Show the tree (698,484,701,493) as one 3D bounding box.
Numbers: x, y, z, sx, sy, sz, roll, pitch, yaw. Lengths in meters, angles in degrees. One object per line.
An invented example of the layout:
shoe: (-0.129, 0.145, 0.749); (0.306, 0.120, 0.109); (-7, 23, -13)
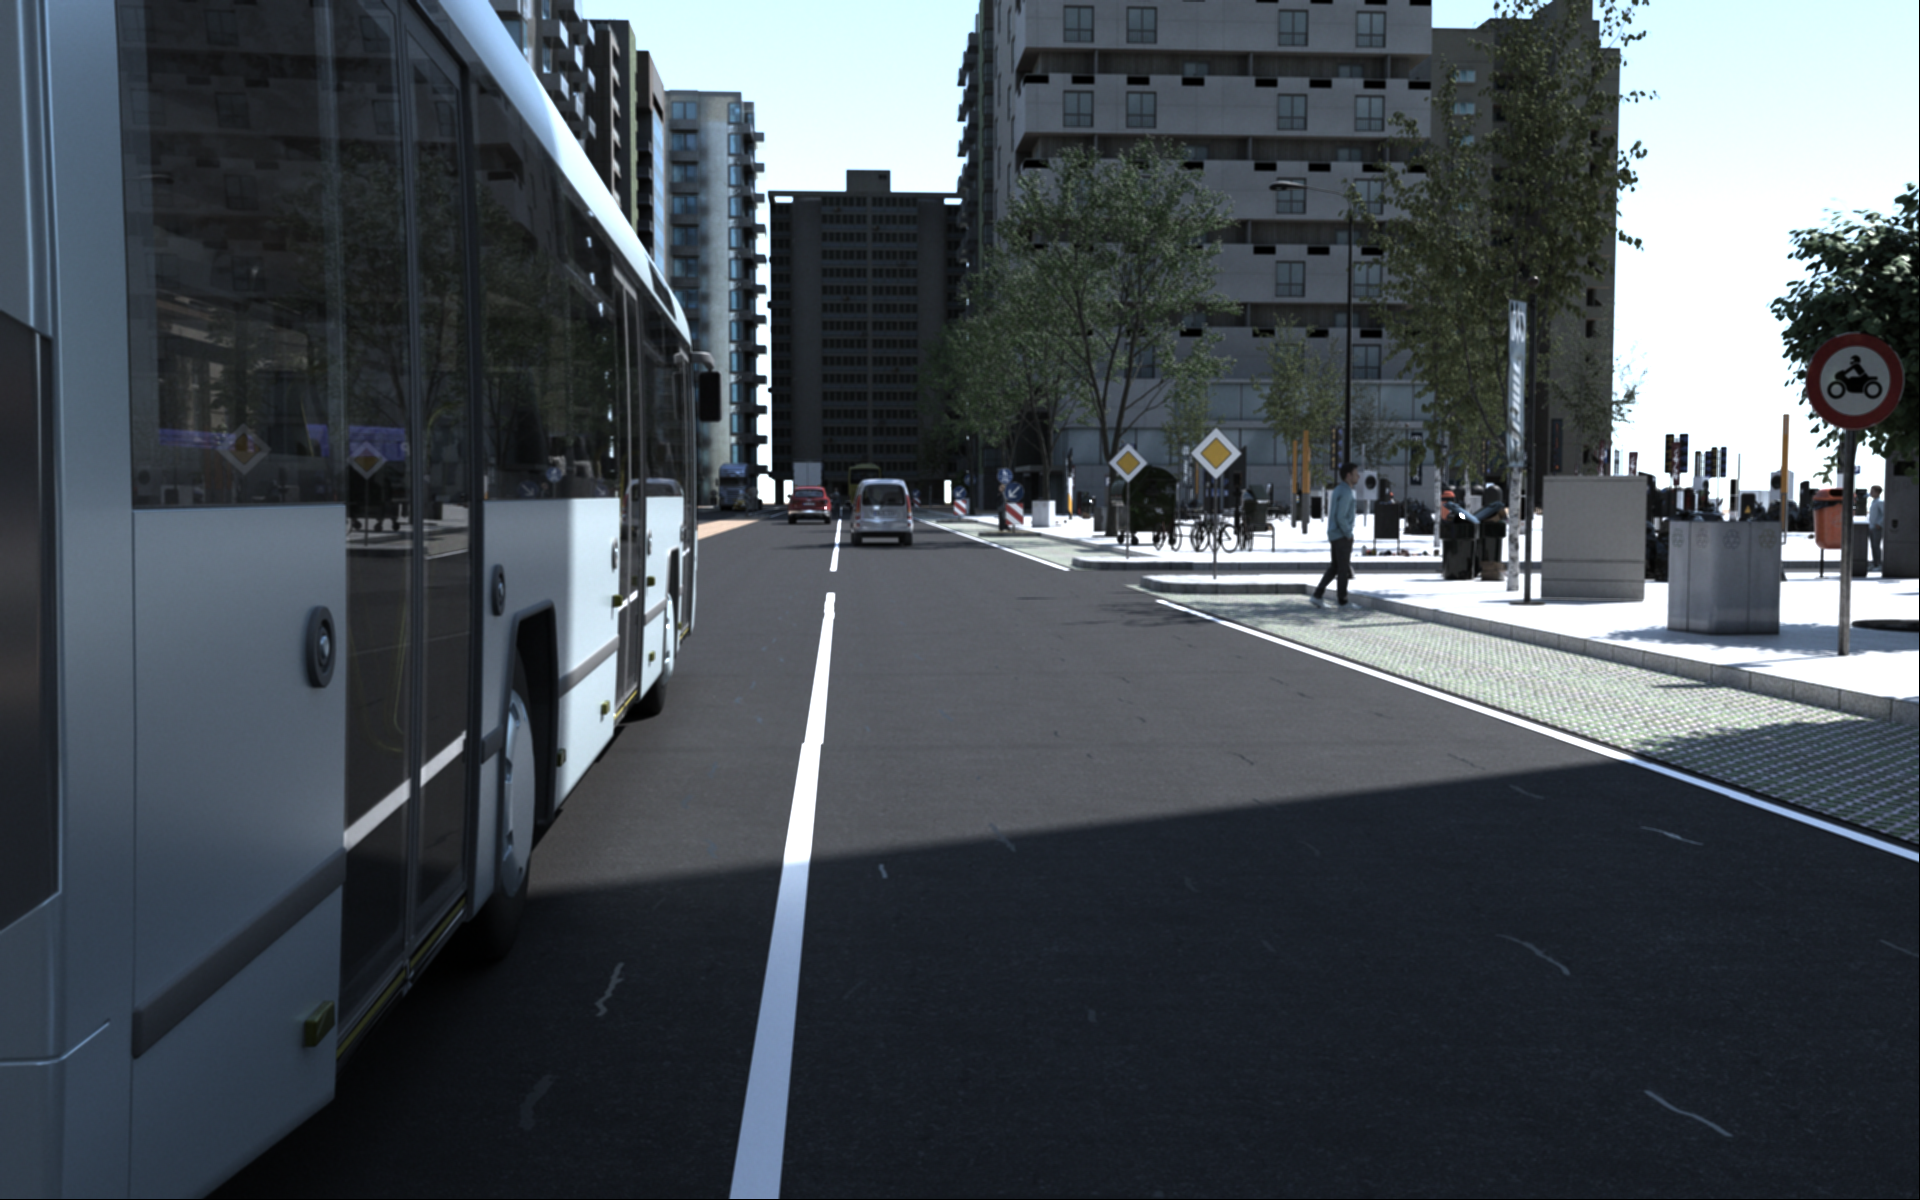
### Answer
tree: (-27.776, -11.408, 181.120); (1.663, 3.219, 1.824); (0, 3, 0)

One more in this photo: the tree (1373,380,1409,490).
tree: (25.599, -9.639, 107.957); (4.360, 8.622, 3.978); (0, 3, 0)

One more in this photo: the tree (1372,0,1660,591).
tree: (7.290, -4.437, 22.901); (4.737, 8.622, 4.395); (0, 3, 0)

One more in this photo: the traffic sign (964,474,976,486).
traffic sign: (0.636, -6.614, 108.247); (0.768, 2.556, 0.104); (0, 4, 4)

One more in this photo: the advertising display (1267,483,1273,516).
advertising display: (18.293, -5.934, 102.242); (0.123, 1.923, 0.974); (0, 4, -4)

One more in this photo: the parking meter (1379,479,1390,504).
parking meter: (16.236, -3.701, 66.215); (0.399, 1.863, 0.255); (-3, 5, -41)

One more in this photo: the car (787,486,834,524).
car: (-7.278, -4.613, 84.089); (2.281, 1.827, 5.304); (0, 4, -4)

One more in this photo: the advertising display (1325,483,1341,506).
advertising display: (22.352, -6.014, 103.549); (0.974, 1.923, 0.123); (1, 4, 18)

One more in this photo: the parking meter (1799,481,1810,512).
parking meter: (36.530, -4.235, 74.945); (0.255, 1.863, 0.399); (0, 4, -7)

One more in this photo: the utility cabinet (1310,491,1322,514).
utility cabinet: (22.055, -6.060, 107.752); (0.318, 1.500, 1.173); (-2, 4, -26)

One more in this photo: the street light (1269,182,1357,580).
street light: (5.294, -3.268, 25.965); (1.470, 5.913, 1.316); (0, 4, -4)

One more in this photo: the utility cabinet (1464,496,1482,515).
utility cabinet: (19.394, -3.326, 65.540); (0.306, 1.237, 1.020); (0, 4, -6)

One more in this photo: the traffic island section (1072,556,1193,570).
traffic island section: (3.303, -0.714, 33.961); (2.009, 0.180, 2.903); (0, 4, -4)

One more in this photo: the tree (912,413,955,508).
tree: (-2.609, -12.595, 156.282); (4.737, 8.622, 4.395); (0, 3, 0)

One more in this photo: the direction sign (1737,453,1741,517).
direction sign: (42.717, -6.301, 95.015); (0.379, 3.537, 0.876); (2, 4, 30)

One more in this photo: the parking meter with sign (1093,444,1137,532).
parking meter with sign: (5.300, -3.869, 59.511); (0.543, 3.016, 1.738); (3, 5, 45)

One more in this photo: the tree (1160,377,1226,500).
tree: (13.767, -9.350, 103.239); (4.737, 8.622, 4.395); (0, 3, 0)

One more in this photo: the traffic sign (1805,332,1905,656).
traffic sign: (7.029, -0.831, 13.701); (0.768, 2.556, 0.104); (0, 4, 2)

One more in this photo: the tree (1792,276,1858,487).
tree: (28.355, -6.387, 54.796); (4.737, 8.622, 4.395); (0, 3, 0)

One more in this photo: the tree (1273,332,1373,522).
tree: (16.176, -7.815, 78.143); (4.360, 8.622, 3.978); (0, 3, 0)

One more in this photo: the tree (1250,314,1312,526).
tree: (13.592, -7.324, 70.110); (4.737, 8.622, 4.395); (0, 3, 0)

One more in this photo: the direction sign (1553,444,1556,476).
direction sign: (27.185, -5.338, 79.266); (0.379, 3.537, 0.876); (1, 4, 13)

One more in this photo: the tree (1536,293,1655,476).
tree: (23.206, -6.943, 63.884); (4.360, 8.622, 3.978); (0, 3, 0)

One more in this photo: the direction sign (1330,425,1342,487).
direction sign: (12.383, -3.979, 57.060); (0.379, 3.537, 0.876); (2, 4, 35)

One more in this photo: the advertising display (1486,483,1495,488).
advertising display: (29.720, -5.631, 97.276); (0.974, 1.923, 0.123); (-3, 5, -44)

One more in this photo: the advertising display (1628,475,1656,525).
advertising display: (23.375, -3.320, 59.491); (0.974, 1.923, 0.123); (1, 4, 21)

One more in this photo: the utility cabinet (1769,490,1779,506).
utility cabinet: (48.801, -5.861, 104.502); (0.318, 1.500, 1.173); (-2, 4, -29)

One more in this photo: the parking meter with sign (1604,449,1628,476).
parking meter with sign: (25.908, -4.364, 67.605); (1.738, 3.016, 0.543); (-1, 4, -10)

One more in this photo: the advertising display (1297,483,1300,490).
advertising display: (18.904, -5.611, 96.957); (0.123, 1.923, 0.974); (1, 4, 16)

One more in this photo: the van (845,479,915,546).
van: (-2.254, -2.583, 49.245); (2.013, 2.044, 4.112); (0, 4, -5)

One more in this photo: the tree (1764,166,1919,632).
tree: (9.434, -2.007, 16.527); (4.285, 4.588, 4.351); (0, 3, 0)

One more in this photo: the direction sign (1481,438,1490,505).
direction sign: (21.268, -4.779, 70.132); (0.379, 3.537, 0.876); (3, 4, 38)

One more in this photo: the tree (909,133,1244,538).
tree: (4.472, -7.672, 51.190); (9.928, 11.665, 9.643); (0, 3, 0)

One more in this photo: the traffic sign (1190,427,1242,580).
traffic sign: (3.818, -1.362, 25.916); (0.795, 2.450, 0.064); (0, 4, -4)

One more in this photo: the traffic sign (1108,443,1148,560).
traffic sign: (3.280, -1.850, 33.883); (0.795, 2.450, 0.064); (0, 4, -4)

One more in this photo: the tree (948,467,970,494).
tree: (0.191, -8.202, 128.707); (1.663, 3.219, 1.824); (0, 3, 0)

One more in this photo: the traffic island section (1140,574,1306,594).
traffic island section: (3.841, -0.227, 25.994); (2.009, 0.180, 2.903); (0, 4, -4)

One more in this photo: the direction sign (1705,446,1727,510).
direction sign: (36.152, -5.540, 82.582); (0.379, 3.537, 0.876); (-2, 4, -27)

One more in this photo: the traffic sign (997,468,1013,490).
traffic sign: (2.236, -5.249, 85.932); (0.768, 2.556, 0.104); (0, 4, 1)

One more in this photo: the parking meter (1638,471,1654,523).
parking meter: (17.270, -2.319, 43.627); (0.399, 1.863, 0.255); (1, 4, 23)

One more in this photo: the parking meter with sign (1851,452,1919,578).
parking meter with sign: (14.525, -1.851, 26.527); (1.738, 3.016, 0.543); (2, 4, 27)

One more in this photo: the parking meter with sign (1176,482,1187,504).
parking meter with sign: (11.719, -6.088, 95.792); (1.738, 3.016, 0.543); (1, 4, 16)

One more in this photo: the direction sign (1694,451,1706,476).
direction sign: (38.810, -6.028, 90.552); (0.876, 3.537, 0.379); (0, 4, -3)

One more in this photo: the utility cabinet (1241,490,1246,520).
utility cabinet: (14.234, -4.663, 84.926); (0.318, 1.500, 1.173); (-2, 4, -26)

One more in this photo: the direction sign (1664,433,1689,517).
direction sign: (26.791, -4.454, 64.820); (0.379, 3.537, 0.876); (-3, 5, -44)
